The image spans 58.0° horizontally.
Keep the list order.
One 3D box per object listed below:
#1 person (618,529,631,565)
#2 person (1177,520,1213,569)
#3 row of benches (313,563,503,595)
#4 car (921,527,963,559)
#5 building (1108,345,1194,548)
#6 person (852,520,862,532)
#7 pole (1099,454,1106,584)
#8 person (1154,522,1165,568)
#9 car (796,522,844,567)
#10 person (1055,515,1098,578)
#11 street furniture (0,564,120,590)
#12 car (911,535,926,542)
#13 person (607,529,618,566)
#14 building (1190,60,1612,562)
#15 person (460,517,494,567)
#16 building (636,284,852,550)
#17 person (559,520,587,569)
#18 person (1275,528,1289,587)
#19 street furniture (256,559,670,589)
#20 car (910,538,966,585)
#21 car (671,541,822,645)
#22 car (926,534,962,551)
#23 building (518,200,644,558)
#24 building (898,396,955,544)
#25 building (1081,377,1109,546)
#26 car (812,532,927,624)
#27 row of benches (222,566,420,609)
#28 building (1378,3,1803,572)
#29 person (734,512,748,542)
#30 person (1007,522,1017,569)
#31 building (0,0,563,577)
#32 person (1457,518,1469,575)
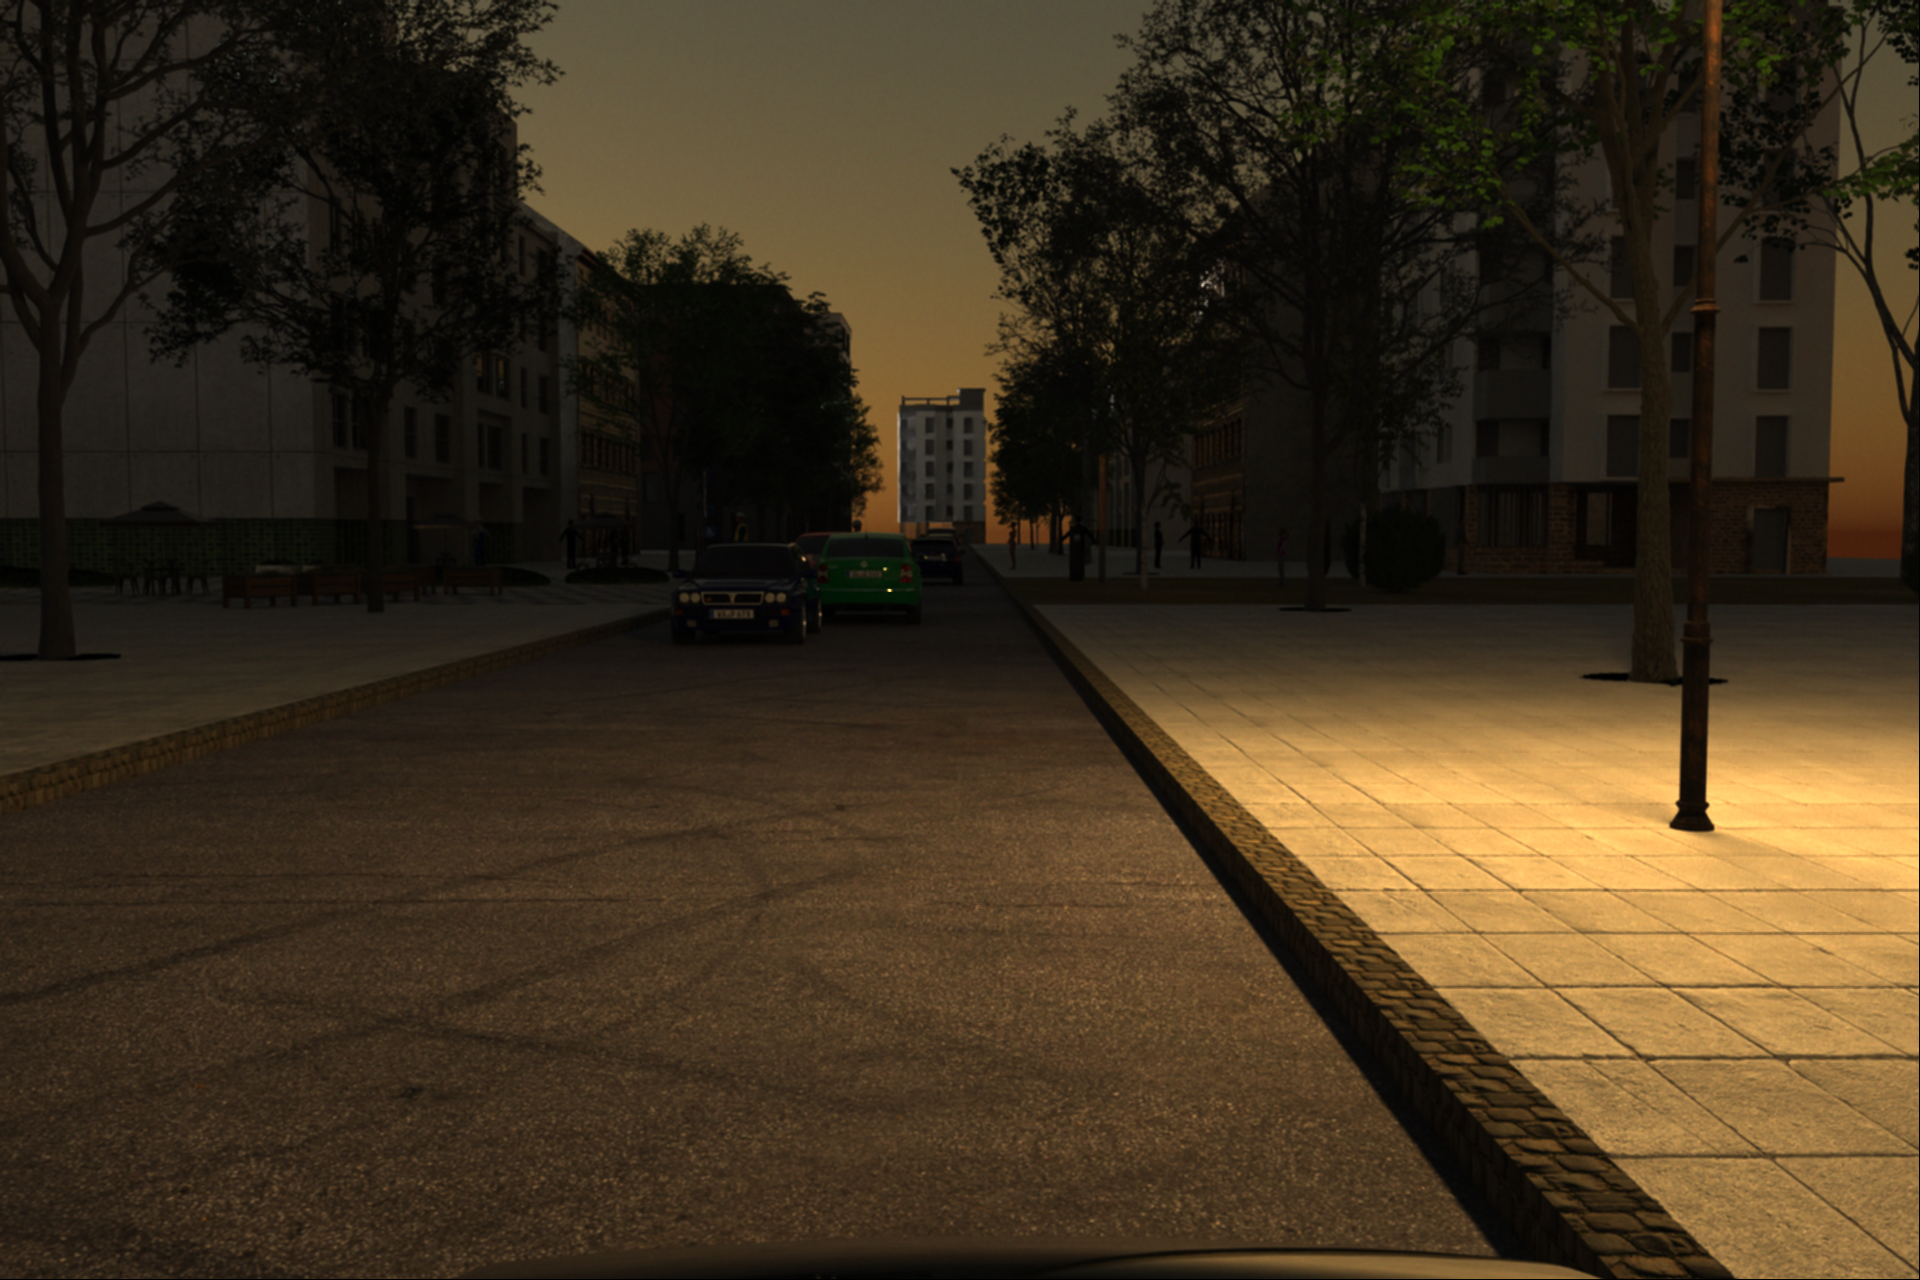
[{"bbox_3d":[-13.833,-4.005,71.255,0.705,1.856,1.354,1,4,14],"label":"person"},{"bbox_3d":[8.762,-3.558,64.398,1.346,1.802,0.704,0,4,-4],"label":"person"},{"bbox_3d":[-11.825,-1.300,36.721,4.104,0.672,1.422,0,4,3],"label":"row of benches"},{"bbox_3d":[-0.945,-5.058,91.368,2.281,1.827,5.304,0,4,-1],"label":"car"},{"bbox_3d":[24.404,-18.613,170.785,16.747,18.905,31.486,0,3,0],"label":"building"},{"bbox_3d":[-2.365,-1.977,41.253,0.721,1.772,1.216,-2,4,-33],"label":"person"},{"bbox_3d":[3.657,-3.097,44.472,0.158,3.312,0.155,0,3,0],"label":"pole"},{"bbox_3d":[7.483,-3.550,64.770,0.721,1.740,1.216,0,4,-5],"label":"person"},{"bbox_3d":[-2.732,-1.673,36.389,2.155,1.783,4.494,0,4,0],"label":"car"},{"bbox_3d":[3.413,-2.704,50.139,1.347,1.837,0.705,-1,4,-21],"label":"person"},{"bbox_3d":[-25.127,-1.698,43.386,5.734,0.657,10.072,-3,4,-39],"label":"street furniture"},{"bbox_3d":[-2.525,-6.903,125.449,1.945,1.354,3.894,0,4,0],"label":"car"},{"bbox_3d":[-13.366,-3.704,66.694,0.704,1.812,1.346,-2,4,-26],"label":"person"},{"bbox_3d":[22.471,-15.799,89.243,19.493,23.208,18.063,0,3,0],"label":"building"},{"bbox_3d":[-15.685,-3.094,56.448,0.705,1.847,1.347,2,4,35],"label":"person"},{"bbox_3d":[-24.929,-19.215,158.132,27.936,21.610,32.646,0,4,0],"label":"building"},{"bbox_3d":[-14.323,-3.532,63.935,1.347,1.806,0.705,2,4,31],"label":"person"},{"bbox_3d":[7.721,-1.998,41.938,0.599,1.433,0.991,0,4,5],"label":"person"},{"bbox_3d":[-12.745,-1.736,44.005,10.072,0.657,5.734,1,4,18],"label":"street furniture"},{"bbox_3d":[-0.794,-2.269,49.683,1.945,1.354,3.894,0,4,-1],"label":"car"},{"bbox_3d":[-2.867,-0.679,23.684,1.945,1.354,3.894,0,3,0],"label":"car"},{"bbox_3d":[-0.899,-4.257,79.387,2.009,1.686,4.222,0,4,0],"label":"car"},{"bbox_3d":[-29.489,-16.463,100.091,19.493,23.208,18.063,0,4,-1],"label":"building"},{"bbox_3d":[-7.848,-22.674,229.592,11.380,20.090,16.016,1,4,9],"label":"building"},{"bbox_3d":[23.610,-20.538,202.256,16.747,18.905,31.486,0,3,0],"label":"building"},{"bbox_3d":[-1.523,-1.227,28.857,1.959,1.807,4.718,0,4,-1],"label":"car"},{"bbox_3d":[-11.550,-0.995,31.733,1.422,0.672,4.104,2,4,29],"label":"row of benches"},{"bbox_3d":[21.971,-12.944,68.055,16.016,20.090,11.380,0,3,0],"label":"building"},{"bbox_3d":[-5.525,-2.290,43.415,0.705,1.833,1.349,-1,4,-9],"label":"person"},{"bbox_3d":[1.846,-3.435,62.958,0.721,1.733,1.217,1,4,9],"label":"person"},{"bbox_3d":[-27.446,-12.243,66.636,16.747,18.905,31.486,0,4,0],"label":"building"},{"bbox_3d":[15.867,-2.962,54.694,0.705,1.796,1.348,2,4,25],"label":"person"}]
